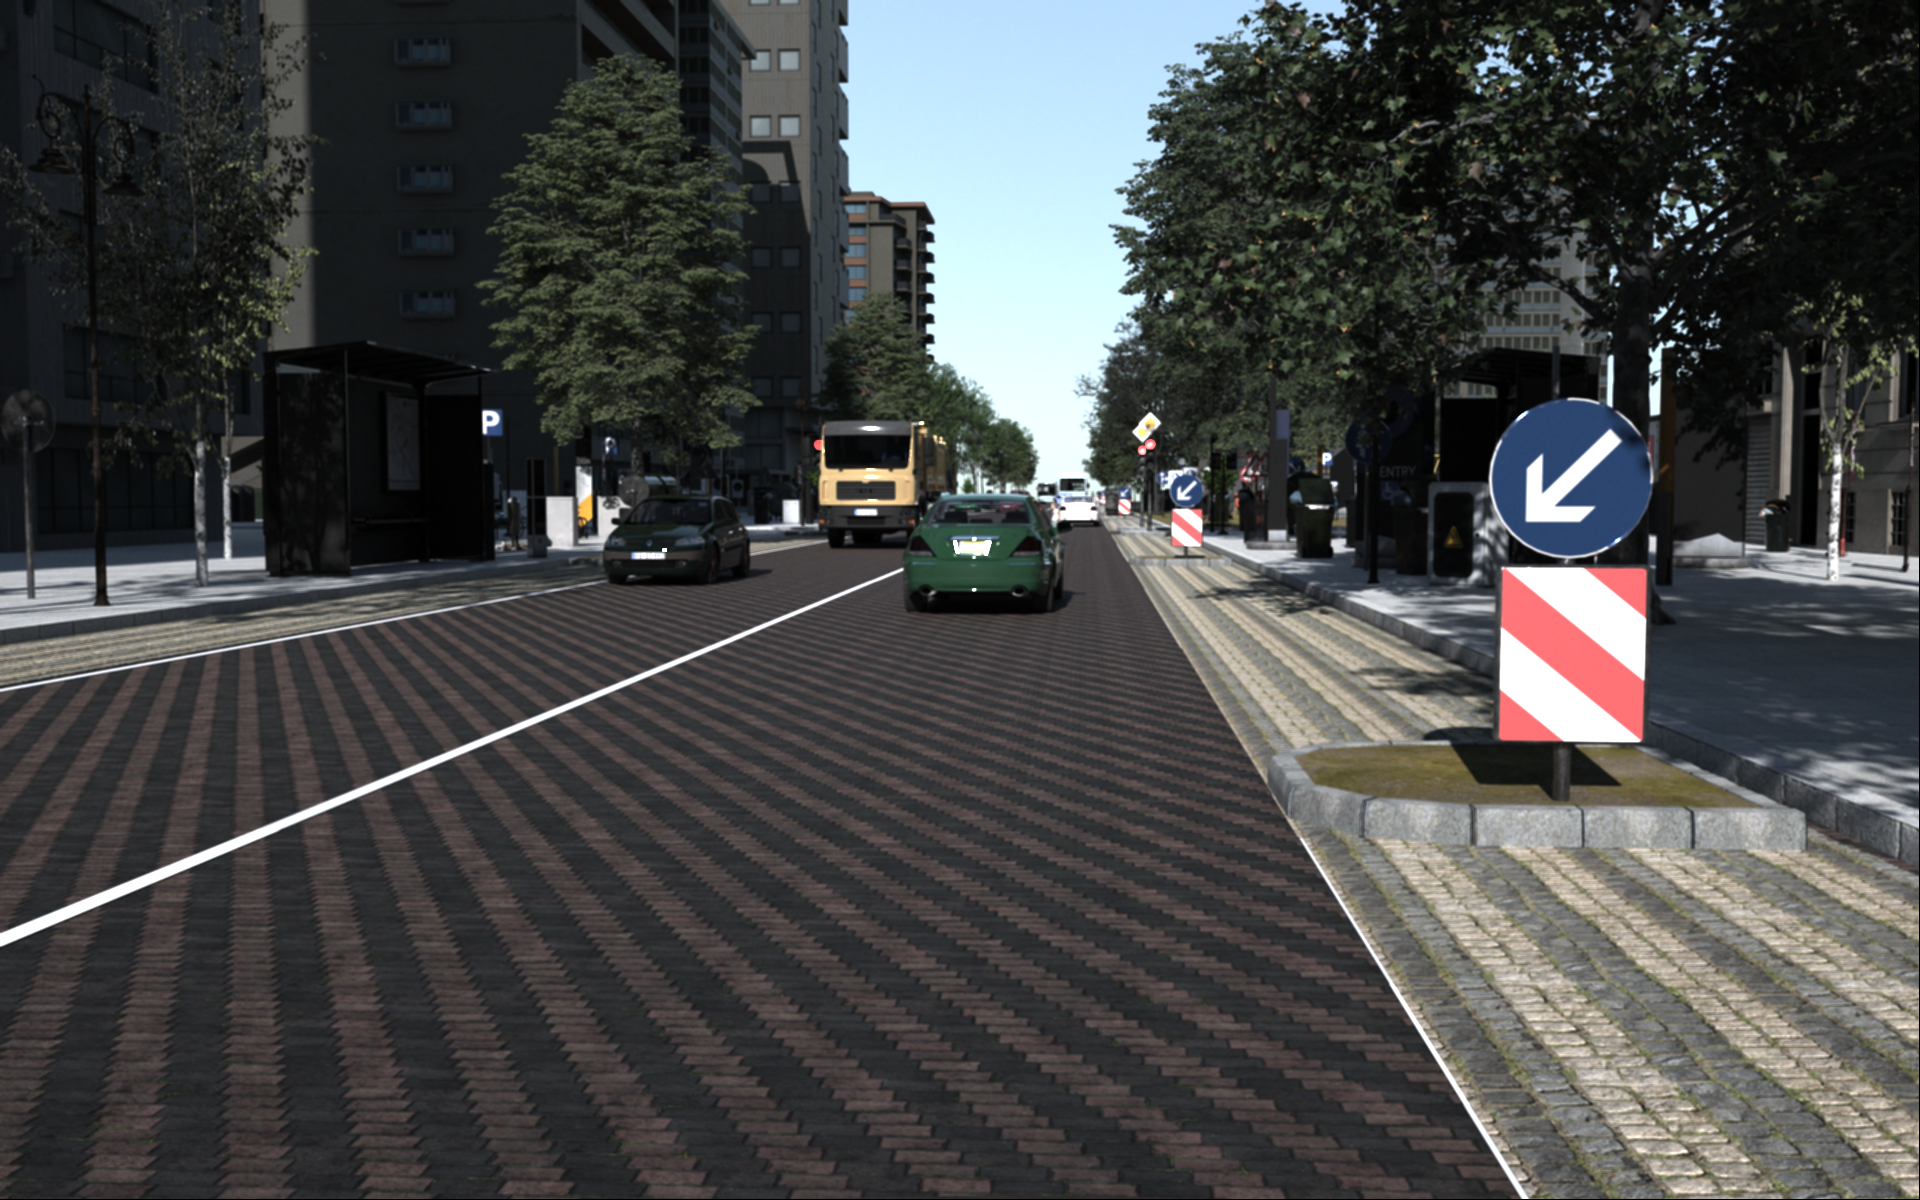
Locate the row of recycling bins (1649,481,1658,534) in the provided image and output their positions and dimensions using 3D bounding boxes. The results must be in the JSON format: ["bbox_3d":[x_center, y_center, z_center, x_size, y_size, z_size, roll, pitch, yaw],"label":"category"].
[{"bbox_3d":[21.252,-3.000,56.166,3.534,1.692,1.069,1,4,22],"label":"row of recycling bins"}]

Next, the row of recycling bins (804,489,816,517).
[{"bbox_3d":[-7.189,-5.557,97.975,3.534,1.692,1.069,1,4,11],"label":"row of recycling bins"}]

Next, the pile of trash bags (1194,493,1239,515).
[{"bbox_3d":[15.804,-5.931,106.726,3.447,1.369,1.912,0,4,-6],"label":"pile of trash bags"}]

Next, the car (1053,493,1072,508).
[{"bbox_3d":[8.366,-7.889,138.571,1.945,1.707,3.694,0,4,4],"label":"car"}]

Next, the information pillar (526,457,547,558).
[{"bbox_3d":[-8.545,-1.863,34.958,0.304,2.012,0.304,-3,4,-37],"label":"information pillar"}]

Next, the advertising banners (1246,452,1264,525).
[{"bbox_3d":[12.386,-4.614,71.624,0.090,3.025,2.074,-1,4,-23],"label":"advertising banners"}]

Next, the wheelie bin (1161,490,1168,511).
[{"bbox_3d":[15.078,-7.473,130.091,0.980,1.594,0.693,-1,4,-17],"label":"wheelie bin"}]

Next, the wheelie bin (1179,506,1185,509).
[{"bbox_3d":[14.968,-6.596,115.759,0.980,1.594,0.693,3,4,36],"label":"wheelie bin"}]

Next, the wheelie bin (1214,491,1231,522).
[{"bbox_3d":[11.930,-4.344,78.939,0.980,1.594,0.693,-2,4,-25],"label":"wheelie bin"}]

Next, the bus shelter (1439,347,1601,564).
[{"bbox_3d":[9.620,-2.412,30.719,1.731,3.624,6.357,0,4,4],"label":"bus shelter"}]

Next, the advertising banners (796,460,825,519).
[{"bbox_3d":[-7.544,-5.675,88.966,2.074,3.025,0.090,-3,4,-36],"label":"advertising banners"}]

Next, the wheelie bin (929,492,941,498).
[{"bbox_3d":[-1.881,-7.507,130.643,0.980,1.594,0.693,-2,4,-29],"label":"wheelie bin"}]

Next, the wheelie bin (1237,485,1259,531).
[{"bbox_3d":[9.931,-3.174,59.796,0.693,1.594,0.980,1,4,15],"label":"wheelie bin"}]

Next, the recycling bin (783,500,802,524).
[{"bbox_3d":[-7.156,-3.755,73.954,0.722,1.027,0.722,0,4,5],"label":"recycling bin"}]

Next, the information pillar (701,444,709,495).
[{"bbox_3d":[-11.919,-5.475,80.871,0.183,3.616,0.504,-3,5,-45],"label":"information pillar"}]

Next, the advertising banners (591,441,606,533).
[{"bbox_3d":[-11.832,-3.703,56.732,0.090,3.025,2.074,-2,4,-24],"label":"advertising banners"}]

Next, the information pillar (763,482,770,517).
[{"bbox_3d":[-9.855,-5.117,88.160,0.304,2.012,0.304,1,4,11],"label":"information pillar"}]

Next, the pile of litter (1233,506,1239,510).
[{"bbox_3d":[21.845,-7.527,137.034,1.176,0.858,1.719,0,4,8],"label":"pile of litter"}]

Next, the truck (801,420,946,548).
[{"bbox_3d":[-2.083,-3.204,48.307,3.469,3.379,9.791,0,4,5],"label":"truck"}]

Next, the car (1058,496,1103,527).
[{"bbox_3d":[5.351,-3.990,77.602,2.083,1.381,4.827,0,4,5],"label":"car"}]

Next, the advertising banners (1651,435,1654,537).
[{"bbox_3d":[21.121,-3.379,51.427,2.074,3.025,0.090,1,4,18],"label":"advertising banners"}]

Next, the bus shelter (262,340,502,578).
[{"bbox_3d":[-9.694,-2.347,29.659,1.731,3.624,6.357,0,4,4],"label":"bus shelter"}]

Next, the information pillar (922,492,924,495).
[{"bbox_3d":[-2.655,-7.804,118.955,0.183,3.616,0.504,-3,5,-44],"label":"information pillar"}]

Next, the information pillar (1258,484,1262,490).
[{"bbox_3d":[22.664,-7.755,131.281,0.304,2.012,0.304,-2,4,-30],"label":"information pillar"}]

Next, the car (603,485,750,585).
[{"bbox_3d":[-4.644,-1.158,28.726,2.009,1.686,4.222,0,4,5],"label":"car"}]

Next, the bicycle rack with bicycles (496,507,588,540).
[{"bbox_3d":[-11.648,-2.187,49.134,2.852,0.926,2.925,2,4,26],"label":"bicycle rack with bicycles"}]

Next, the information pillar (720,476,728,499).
[{"bbox_3d":[-9.718,-4.092,71.403,0.304,2.012,0.304,-1,4,-12],"label":"information pillar"}]

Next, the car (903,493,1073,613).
[{"bbox_3d":[0.374,-0.650,22.423,2.131,1.459,4.920,0,4,6],"label":"car"}]

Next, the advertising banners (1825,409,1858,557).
[{"bbox_3d":[17.977,-2.390,35.261,0.090,3.025,2.074,3,5,40],"label":"advertising banners"}]

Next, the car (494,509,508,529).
[{"bbox_3d":[-19.484,-3.273,65.315,4.920,1.459,2.131,0,4,3],"label":"car"}]

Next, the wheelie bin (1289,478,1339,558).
[{"bbox_3d":[7.078,-1.644,34.790,0.980,1.594,0.693,0,4,-7],"label":"wheelie bin"}]

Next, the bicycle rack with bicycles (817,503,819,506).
[{"bbox_3d":[-9.161,-6.819,124.866,2.925,0.926,2.852,0,4,0],"label":"bicycle rack with bicycles"}]

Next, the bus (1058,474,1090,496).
[{"bbox_3d":[10.752,-10.354,164.152,2.948,3.499,13.247,0,4,5],"label":"bus"}]

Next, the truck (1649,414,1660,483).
[{"bbox_3d":[30.160,-4.459,61.824,11.283,4.237,2.839,0,4,3],"label":"truck"}]

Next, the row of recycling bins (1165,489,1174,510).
[{"bbox_3d":[16.618,-8.005,138.002,1.069,1.692,3.534,1,4,9],"label":"row of recycling bins"}]

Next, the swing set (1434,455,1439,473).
[{"bbox_3d":[18.236,-4.350,68.737,3.119,2.851,2.862,-2,4,-34],"label":"swing set"}]

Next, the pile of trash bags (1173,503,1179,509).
[{"bbox_3d":[18.197,-7.594,133.921,3.447,1.369,1.912,-2,4,-31],"label":"pile of trash bags"}]

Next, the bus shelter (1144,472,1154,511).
[{"bbox_3d":[14.752,-8.833,135.709,1.731,3.624,6.357,0,4,4],"label":"bus shelter"}]

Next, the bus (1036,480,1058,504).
[{"bbox_3d":[13.018,-15.867,254.281,2.948,3.499,13.247,0,4,6],"label":"bus"}]

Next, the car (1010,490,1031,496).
[{"bbox_3d":[5.455,-9.309,160.872,2.281,1.827,5.304,0,4,5],"label":"car"}]

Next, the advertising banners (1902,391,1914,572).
[{"bbox_3d":[15.964,-2.014,29.122,0.090,3.025,2.074,2,4,30],"label":"advertising banners"}]

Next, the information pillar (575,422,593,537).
[{"bbox_3d":[-11.228,-3.689,51.670,0.504,3.616,0.183,0,4,2],"label":"information pillar"}]

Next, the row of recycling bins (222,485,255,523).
[{"bbox_3d":[-33.244,-4.383,78.768,1.069,1.692,3.534,1,4,10],"label":"row of recycling bins"}]

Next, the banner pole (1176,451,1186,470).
[{"bbox_3d":[12.878,-6.811,101.379,0.863,3.779,0.401,-2,4,-27],"label":"banner pole"}]

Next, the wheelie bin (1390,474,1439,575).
[{"bbox_3d":[7.296,-1.206,27.634,0.980,1.594,0.693,-2,4,-24],"label":"wheelie bin"}]

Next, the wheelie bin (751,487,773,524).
[{"bbox_3d":[-8.516,-4.074,74.523,0.980,1.594,0.693,0,4,-1],"label":"wheelie bin"}]

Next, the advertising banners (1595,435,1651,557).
[{"bbox_3d":[12.976,-2.406,35.519,2.074,3.025,0.090,1,4,19],"label":"advertising banners"}]
